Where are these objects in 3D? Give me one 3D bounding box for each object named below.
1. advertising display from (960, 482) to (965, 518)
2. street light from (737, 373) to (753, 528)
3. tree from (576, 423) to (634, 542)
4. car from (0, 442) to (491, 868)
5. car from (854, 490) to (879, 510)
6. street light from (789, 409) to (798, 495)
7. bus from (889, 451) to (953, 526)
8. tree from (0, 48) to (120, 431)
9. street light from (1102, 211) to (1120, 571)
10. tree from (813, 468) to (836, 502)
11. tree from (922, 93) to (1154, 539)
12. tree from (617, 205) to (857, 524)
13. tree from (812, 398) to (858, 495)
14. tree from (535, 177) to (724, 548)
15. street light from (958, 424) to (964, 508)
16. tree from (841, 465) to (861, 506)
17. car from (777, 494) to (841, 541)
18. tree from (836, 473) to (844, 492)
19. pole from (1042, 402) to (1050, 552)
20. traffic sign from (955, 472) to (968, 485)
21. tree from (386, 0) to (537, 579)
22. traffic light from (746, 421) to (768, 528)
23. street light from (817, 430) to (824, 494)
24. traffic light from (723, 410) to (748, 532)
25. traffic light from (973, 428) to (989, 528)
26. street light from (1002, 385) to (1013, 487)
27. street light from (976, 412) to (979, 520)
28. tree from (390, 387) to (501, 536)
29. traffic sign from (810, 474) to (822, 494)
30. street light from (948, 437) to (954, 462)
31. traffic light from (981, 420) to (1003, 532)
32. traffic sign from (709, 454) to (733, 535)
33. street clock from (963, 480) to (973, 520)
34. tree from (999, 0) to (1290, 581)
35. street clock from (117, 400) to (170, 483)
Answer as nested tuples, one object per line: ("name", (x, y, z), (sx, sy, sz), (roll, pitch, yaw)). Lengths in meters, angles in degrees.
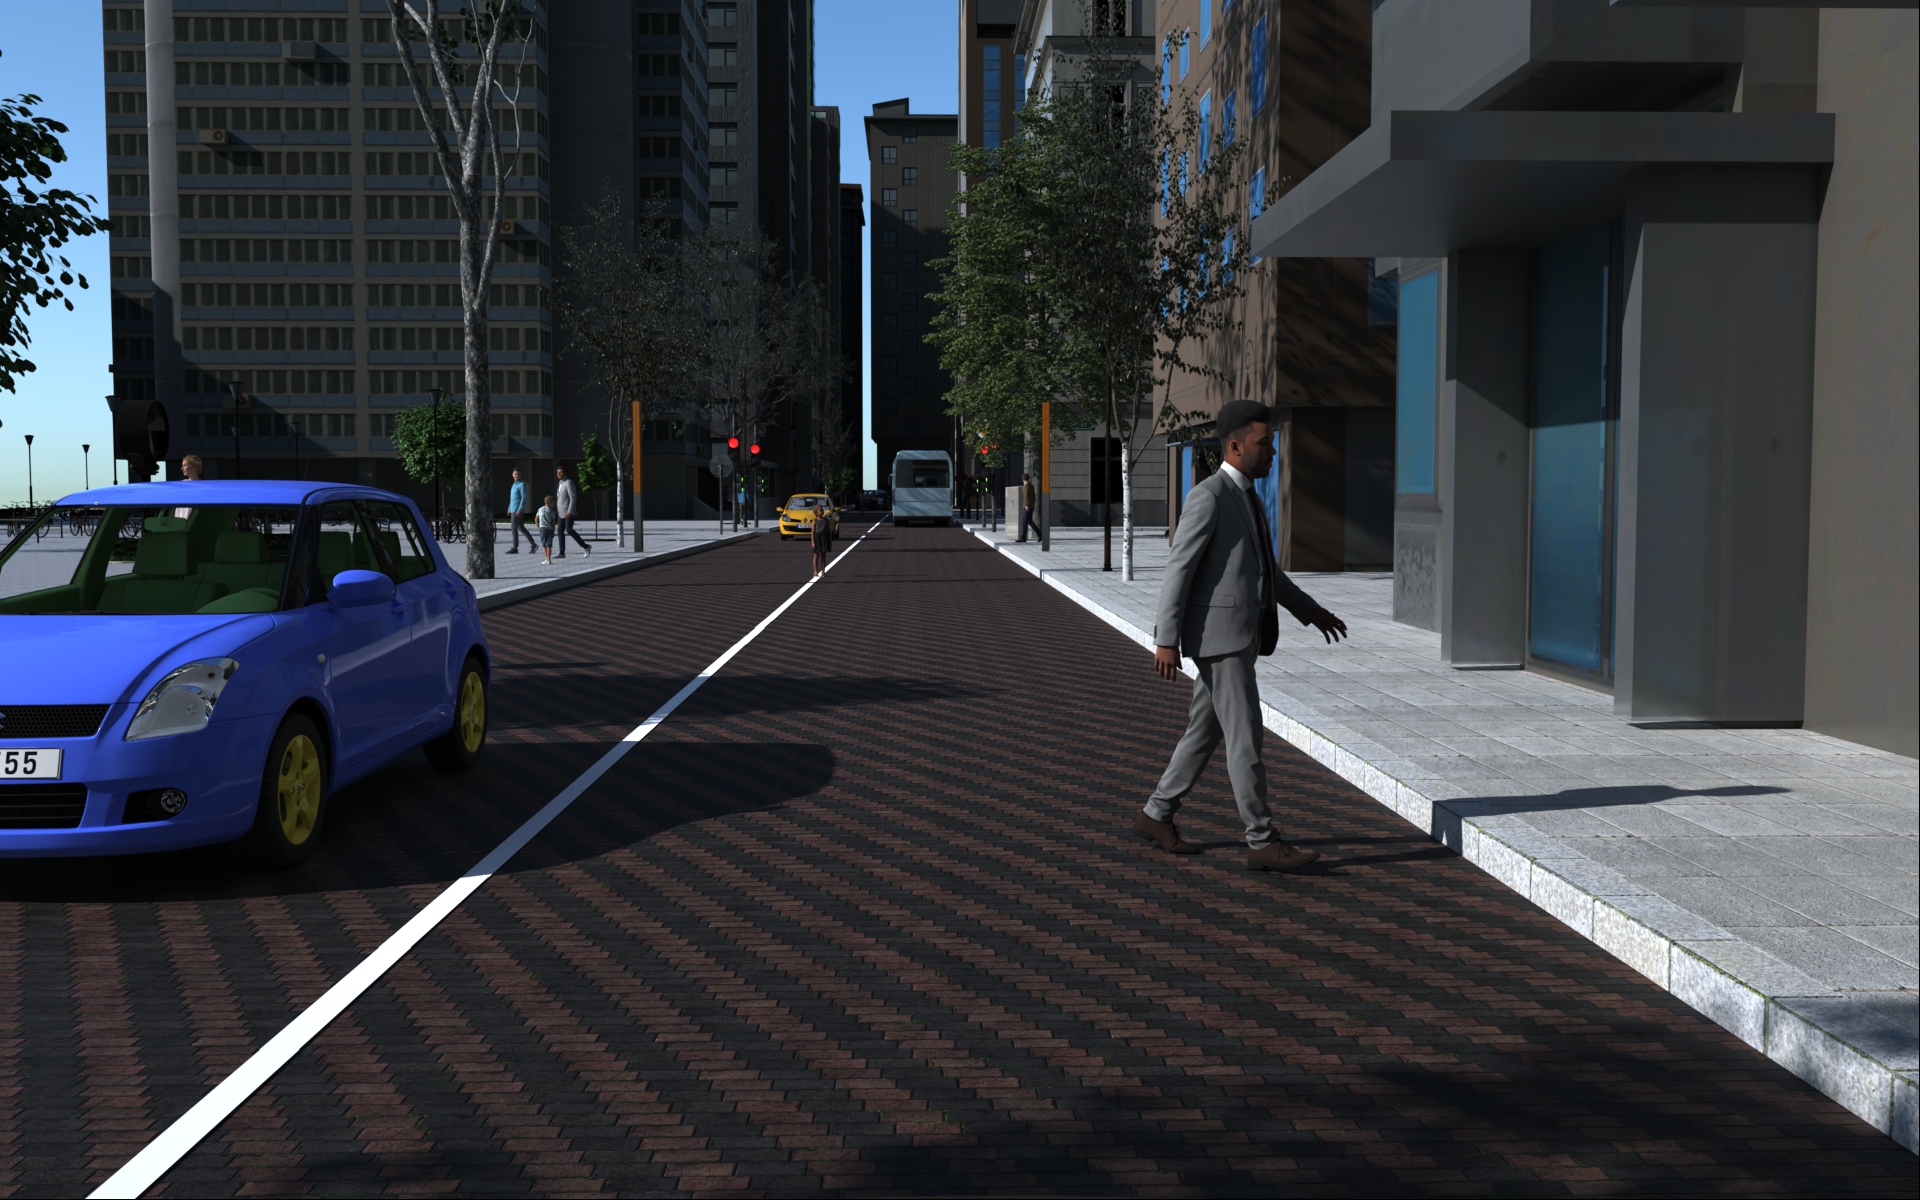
("advertising display", (0.119, -5.331, 92.381), (0.123, 1.923, 0.974), (1, 4, 10))
("street light", (-8.214, -5.714, 66.212), (0.468, 5.910, 1.993), (0, 4, -2))
("tree", (-9.956, -3.208, 47.055), (1.663, 3.219, 1.824), (0, 3, 0))
("car", (-3.364, 0.113, 7.748), (1.945, 1.707, 3.694), (0, 3, 0))
("car", (-8.400, -9.013, 156.040), (2.281, 1.827, 5.304), (0, 4, -2))
("street light", (-9.076, -7.449, 94.585), (0.468, 5.910, 1.993), (0, 4, -2))
("bus", (-1.832, -5.204, 79.946), (2.948, 3.499, 13.247), (0, 4, -2))
("tree", (-7.011, -1.645, 10.614), (4.285, 4.588, 4.351), (0, 3, 0))
("street light", (2.452, -3.415, 28.616), (0.468, 5.910, 1.993), (0, 4, -2))
("tree", (-10.596, -8.199, 128.659), (1.663, 3.219, 1.824), (0, 3, 0))
("tree", (2.512, -8.023, 49.303), (7.486, 12.596, 7.792), (0, 3, 0))
("tree", (-9.579, -9.984, 73.608), (12.009, 13.543, 11.850), (0, 3, 0))
("tree", (-10.150, -11.213, 133.690), (4.360, 8.622, 3.978), (0, 3, 0))
("tree", (-7.906, -5.564, 41.326), (4.360, 8.622, 3.978), (0, 3, 0))
("street light", (0.073, -8.544, 112.481), (0.468, 5.910, 1.993), (0, 4, -2))
("tree", (-12.650, -12.760, 192.341), (4.285, 4.588, 4.351), (0, 3, 0))
("car", (-4.725, -2.717, 54.642), (2.015, 1.641, 3.980), (0, 4, -1))
("tree", (-10.513, -8.977, 141.372), (1.663, 3.219, 1.824), (0, 3, 0))
("pole", (1.921, -2.739, 38.632), (0.158, 3.312, 0.155), (0, 3, 0))
("traffic sign", (0.083, -6.111, 100.019), (0.768, 2.556, 0.104), (0, 4, 5))
("tree", (-8.607, -10.345, 25.027), (12.611, 20.169, 13.585), (0, 3, 0))
("traffic light", (-7.752, -4.713, 65.981), (0.839, 4.253, 0.868), (0, 4, -2))
("street light", (-9.777, -9.136, 122.164), (0.468, 5.910, 1.993), (0, 4, -2))
("traffic light", (-7.528, -4.225, 57.999), (0.839, 4.253, 0.868), (0, 4, -2))
("traffic light", (0.906, -4.729, 66.238), (0.839, 4.253, 0.868), (0, 4, -2))
("street light", (1.611, -5.206, 57.906), (0.468, 5.910, 1.993), (0, 4, -2))
("street light", (0.857, -6.846, 84.716), (0.468, 5.910, 1.993), (0, 4, -2))
("tree", (-15.800, -4.257, 53.316), (4.285, 4.588, 4.351), (0, 3, 0))
("traffic sign", (-9.094, -6.690, 109.493), (0.768, 2.556, 0.104), (0, 4, 1))
("street light", (-0.703, -10.238, 140.182), (0.468, 5.910, 1.993), (0, 4, -2))
("traffic light", (1.129, -4.241, 58.256), (0.839, 4.253, 0.868), (0, 4, -2))
("traffic sign", (-7.546, -3.340, 54.717), (0.768, 2.556, 0.104), (0, 4, 4))
("street clock", (0.419, -5.061, 87.318), (0.471, 2.002, 0.358), (-2, 4, -33))
("tree", (2.517, -4.579, 25.222), (4.360, 8.622, 3.978), (0, 3, 0))
("street clock", (-6.308, -0.542, 13.431), (0.358, 2.002, 0.471), (0, 4, -5))
